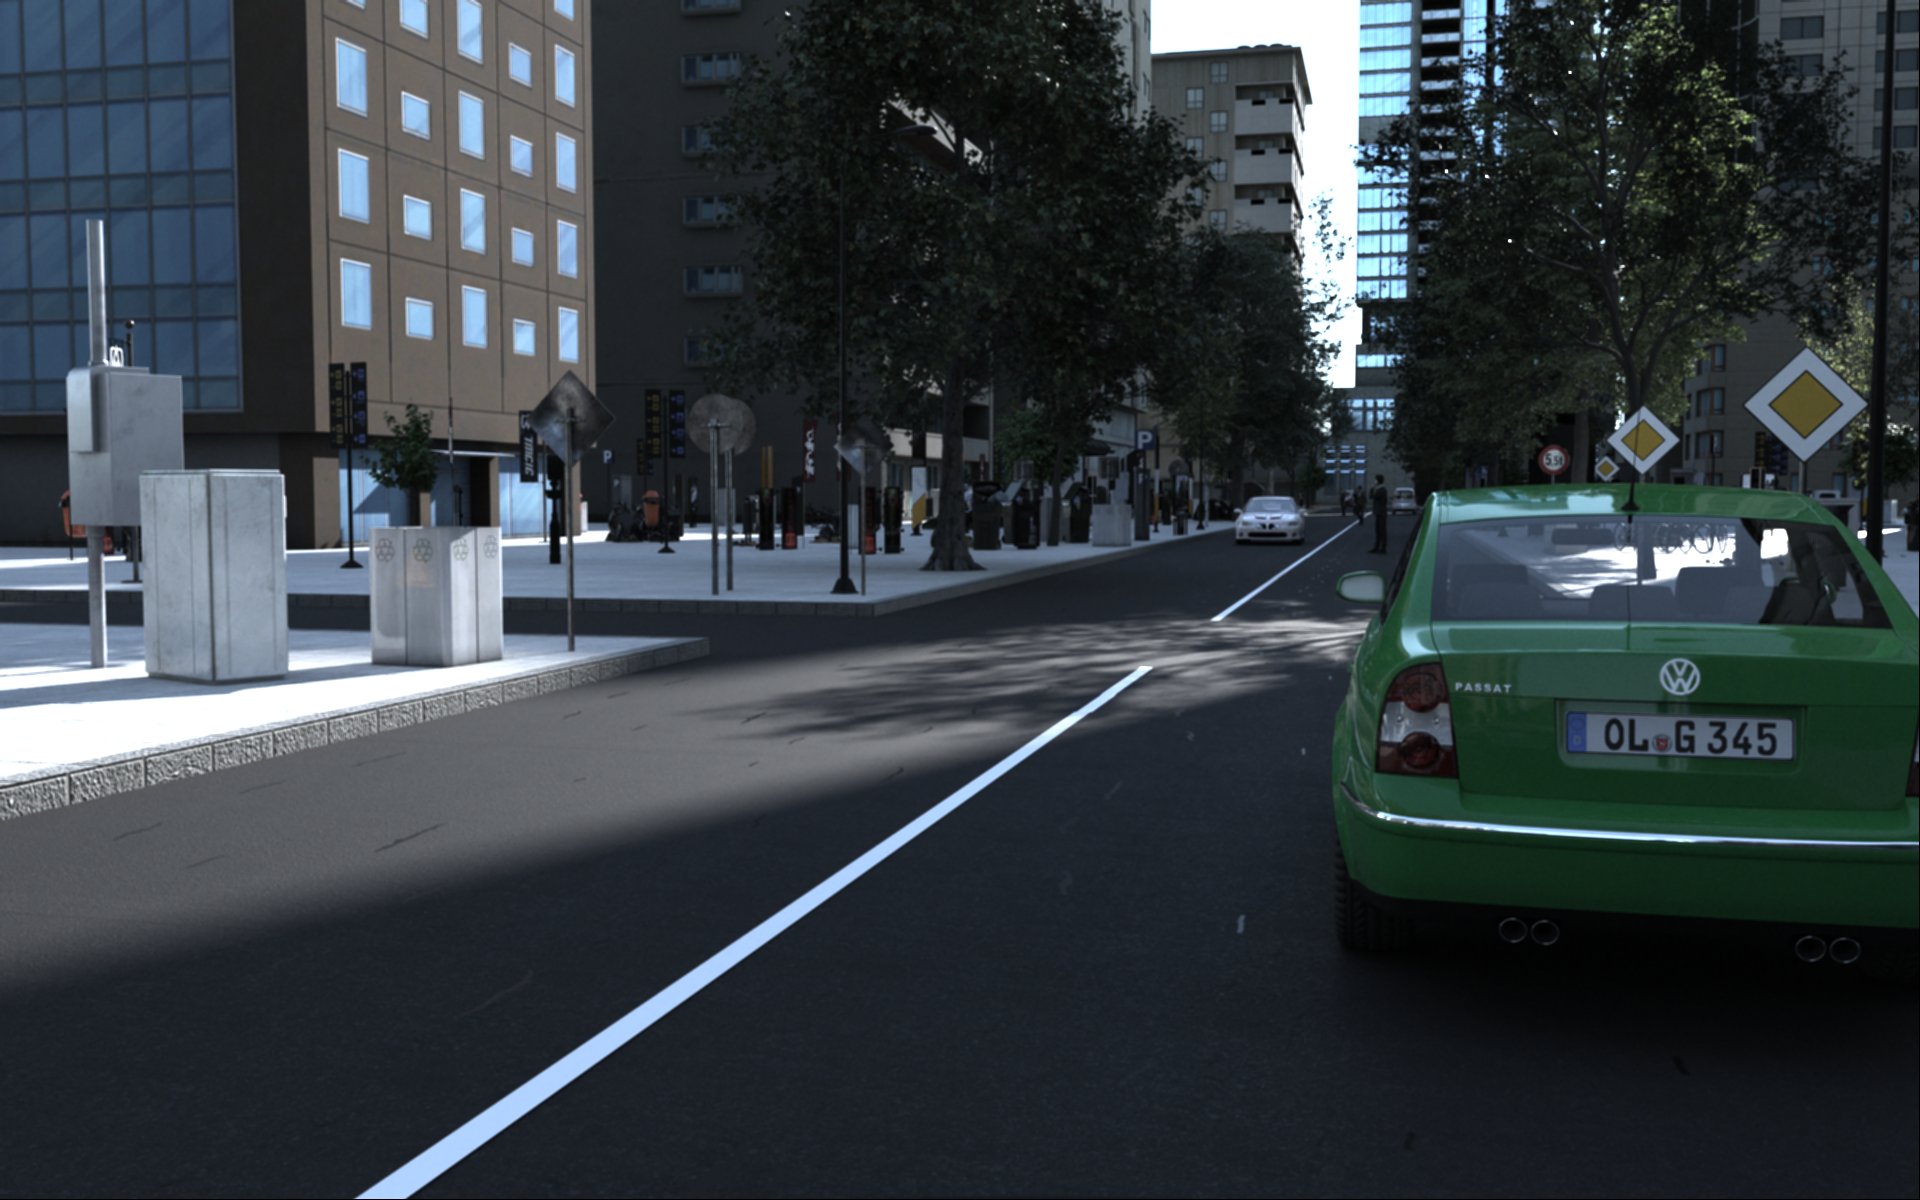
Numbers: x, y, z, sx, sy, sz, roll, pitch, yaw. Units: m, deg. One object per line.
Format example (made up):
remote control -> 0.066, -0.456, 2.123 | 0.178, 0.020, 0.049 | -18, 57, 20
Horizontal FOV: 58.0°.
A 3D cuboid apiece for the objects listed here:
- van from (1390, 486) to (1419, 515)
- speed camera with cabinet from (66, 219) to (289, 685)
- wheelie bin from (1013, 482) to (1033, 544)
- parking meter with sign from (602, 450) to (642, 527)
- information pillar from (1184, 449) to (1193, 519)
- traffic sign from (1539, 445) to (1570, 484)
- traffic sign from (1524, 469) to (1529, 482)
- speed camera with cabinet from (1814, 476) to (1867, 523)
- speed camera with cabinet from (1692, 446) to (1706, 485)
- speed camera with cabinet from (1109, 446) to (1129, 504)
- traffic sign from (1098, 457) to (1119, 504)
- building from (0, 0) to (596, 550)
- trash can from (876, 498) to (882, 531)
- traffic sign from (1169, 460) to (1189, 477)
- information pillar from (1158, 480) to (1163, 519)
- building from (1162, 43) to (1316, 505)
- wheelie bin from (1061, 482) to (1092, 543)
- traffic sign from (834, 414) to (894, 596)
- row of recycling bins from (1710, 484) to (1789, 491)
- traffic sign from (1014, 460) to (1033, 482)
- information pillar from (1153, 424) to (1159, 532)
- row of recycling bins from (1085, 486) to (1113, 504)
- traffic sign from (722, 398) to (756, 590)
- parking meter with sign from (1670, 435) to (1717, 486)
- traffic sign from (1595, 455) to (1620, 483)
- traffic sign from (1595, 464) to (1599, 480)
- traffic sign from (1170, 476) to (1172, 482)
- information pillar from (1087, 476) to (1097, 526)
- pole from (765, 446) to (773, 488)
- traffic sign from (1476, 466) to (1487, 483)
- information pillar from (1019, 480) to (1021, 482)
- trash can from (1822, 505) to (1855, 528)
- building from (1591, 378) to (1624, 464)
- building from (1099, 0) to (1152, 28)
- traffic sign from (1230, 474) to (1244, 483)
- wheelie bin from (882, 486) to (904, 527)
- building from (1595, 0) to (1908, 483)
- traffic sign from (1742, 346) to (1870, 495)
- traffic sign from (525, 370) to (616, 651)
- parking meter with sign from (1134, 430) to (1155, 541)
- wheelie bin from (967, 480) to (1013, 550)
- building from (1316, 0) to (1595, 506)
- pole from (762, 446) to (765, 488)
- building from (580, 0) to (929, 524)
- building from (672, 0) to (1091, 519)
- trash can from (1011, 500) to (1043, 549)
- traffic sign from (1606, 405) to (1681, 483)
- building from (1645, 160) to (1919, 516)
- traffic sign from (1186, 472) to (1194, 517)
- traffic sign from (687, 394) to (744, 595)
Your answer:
van -> 31.211, -7.013, 121.668 | 2.013, 2.044, 4.112 | 1, 4, 14
speed camera with cabinet -> -5.595, -1.100, 12.318 | 2.038, 3.252, 0.660 | 3, 4, 38
wheelie bin -> 1.464, -2.246, 44.638 | 0.693, 1.594, 0.980 | -2, 4, -28
parking meter with sign -> -13.420, -4.449, 68.999 | 0.543, 3.016, 1.738 | 2, 4, 32
information pillar -> 11.694, -5.955, 88.723 | 0.504, 3.616, 0.183 | -2, 4, -26
traffic sign -> 15.489, -2.759, 45.215 | 0.768, 2.556, 0.104 | 1, 4, 18
traffic sign -> 28.572, -5.354, 87.641 | 0.768, 2.556, 0.104 | 1, 4, 23
speed camera with cabinet -> 38.933, -5.029, 76.563 | 2.038, 3.252, 0.660 | 1, 4, 18
speed camera with cabinet -> 29.918, -4.651, 70.379 | 0.660, 3.252, 2.038 | 2, 4, 27
speed camera with cabinet -> 6.602, -4.772, 72.350 | 0.660, 3.252, 2.038 | 0, 4, -4
traffic sign -> 4.097, -2.796, 47.850 | 0.606, 2.300, 0.079 | 1, 4, 20
building -> -19.536, -24.245, 46.510 | 14.600, 45.320, 14.200 | 1, 4, 14
trash can -> -3.055, -2.932, 59.589 | 0.748, 1.137, 0.748 | 0, 3, 0
traffic sign -> 8.055, -3.900, 63.875 | 0.768, 2.556, 0.104 | 1, 4, 19
information pillar -> 10.234, -5.162, 88.883 | 0.304, 2.012, 0.304 | -1, 4, -11
building -> 29.330, -37.734, 206.191 | 27.495, 52.752, 28.713 | 1, 4, 14
wheelie bin -> 3.080, -2.303, 45.563 | 0.693, 1.594, 0.980 | -1, 4, -17
traffic sign -> -1.218, -1.112, 21.827 | 0.795, 2.450, 0.064 | 1, 4, 14
row of recycling bins -> 33.758, -4.120, 74.469 | 3.534, 1.692, 1.069 | 0, 4, 2
traffic sign -> 1.894, -3.051, 52.019 | 0.606, 2.300, 0.079 | 1, 4, 20
information pillar -> 6.579, -4.071, 57.921 | 0.183, 3.616, 0.504 | 0, 4, -1
row of recycling bins -> 6.607, -4.867, 86.687 | 3.534, 1.692, 1.069 | 0, 4, -8
traffic sign -> -3.072, -1.403, 23.037 | 0.768, 2.556, 0.104 | 1, 4, 20
parking meter with sign -> 21.589, -3.392, 51.715 | 1.738, 3.016, 0.543 | 2, 4, 33
traffic sign -> 19.195, -3.079, 51.525 | 0.795, 2.450, 0.064 | 1, 4, 16
traffic sign -> 25.957, -4.358, 71.366 | 0.768, 2.556, 0.104 | 1, 4, 16
traffic sign -> 11.867, -5.796, 94.868 | 0.768, 2.556, 0.104 | 1, 4, 22
information pillar -> 5.253, -3.958, 69.199 | 0.304, 2.012, 0.304 | 2, 4, 34
pole -> -7.999, -4.850, 73.138 | 0.158, 3.312, 0.155 | 0, 3, 0
traffic sign -> 23.684, -4.779, 78.241 | 0.768, 2.556, 0.104 | 1, 4, 16
information pillar -> 2.831, -5.508, 81.412 | 0.183, 3.616, 0.504 | -1, 4, -13
trash can -> 11.436, -0.693, 22.984 | 0.748, 1.137, 0.748 | 0, 3, 0
building -> 86.951, -53.494, 187.294 | 31.000, 86.520, 22.319 | 1, 4, 14
building -> 1.404, -34.117, 147.046 | 27.495, 52.752, 28.713 | 1, 4, 14
traffic sign -> 14.521, -5.558, 90.985 | 0.768, 2.556, 0.104 | 1, 4, 19
wheelie bin -> -2.581, -3.648, 67.546 | 0.980, 1.594, 0.693 | -3, 5, -44
building -> 62.373, -42.644, 135.473 | 20.563, 71.187, 20.611 | 1, 4, 14
traffic sign -> 5.740, -0.500, 11.824 | 0.795, 2.450, 0.064 | 1, 4, 14
traffic sign -> -3.171, -0.639, 14.084 | 0.795, 2.450, 0.064 | 1, 4, 14
parking meter with sign -> 5.072, -3.169, 48.066 | 0.543, 3.016, 1.738 | 0, 4, 3
wheelie bin -> 0.632, -1.948, 39.752 | 0.980, 1.594, 0.693 | 0, 4, 6
building -> 56.735, -53.918, 194.238 | 31.000, 86.520, 22.319 | 1, 4, 14
pole -> -8.360, -4.900, 73.956 | 0.158, 3.312, 0.155 | 0, 3, 0
building -> -11.105, -28.213, 84.988 | 21.300, 48.544, 21.600 | 1, 4, 14
building -> -3.919, -29.785, 110.683 | 21.300, 48.544, 21.600 | 1, 4, 14
trash can -> 1.564, -1.756, 40.369 | 0.748, 1.137, 0.748 | 0, 3, 0
traffic sign -> 7.693, -0.974, 19.567 | 0.795, 2.450, 0.064 | 1, 4, 14
building -> 60.630, -16.304, 111.604 | 27.650, 21.520, 28.899 | 1, 4, 14
traffic sign -> 11.728, -5.475, 89.620 | 0.768, 2.556, 0.104 | 1, 4, 17
traffic sign -> -3.116, -1.338, 21.981 | 0.768, 2.556, 0.104 | 1, 4, 15
